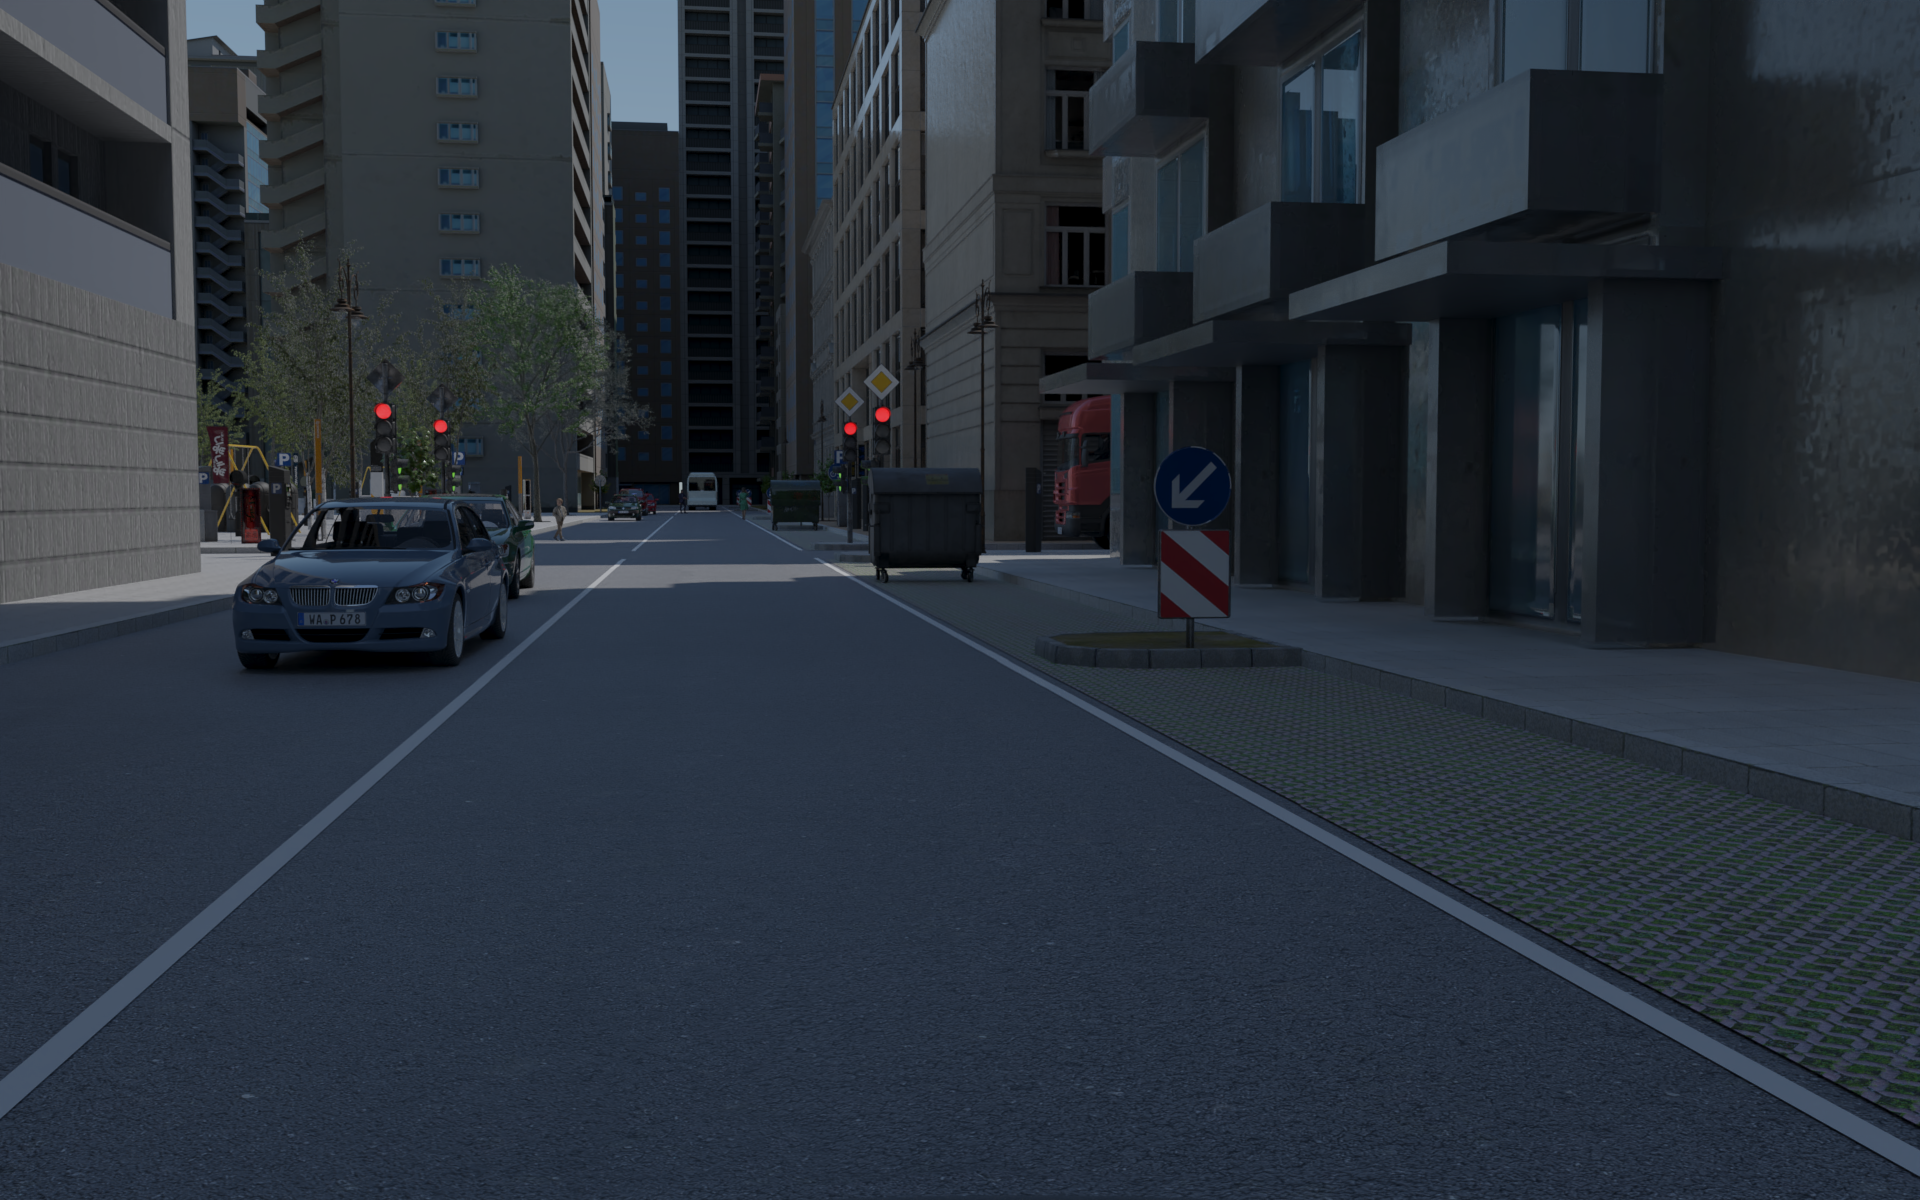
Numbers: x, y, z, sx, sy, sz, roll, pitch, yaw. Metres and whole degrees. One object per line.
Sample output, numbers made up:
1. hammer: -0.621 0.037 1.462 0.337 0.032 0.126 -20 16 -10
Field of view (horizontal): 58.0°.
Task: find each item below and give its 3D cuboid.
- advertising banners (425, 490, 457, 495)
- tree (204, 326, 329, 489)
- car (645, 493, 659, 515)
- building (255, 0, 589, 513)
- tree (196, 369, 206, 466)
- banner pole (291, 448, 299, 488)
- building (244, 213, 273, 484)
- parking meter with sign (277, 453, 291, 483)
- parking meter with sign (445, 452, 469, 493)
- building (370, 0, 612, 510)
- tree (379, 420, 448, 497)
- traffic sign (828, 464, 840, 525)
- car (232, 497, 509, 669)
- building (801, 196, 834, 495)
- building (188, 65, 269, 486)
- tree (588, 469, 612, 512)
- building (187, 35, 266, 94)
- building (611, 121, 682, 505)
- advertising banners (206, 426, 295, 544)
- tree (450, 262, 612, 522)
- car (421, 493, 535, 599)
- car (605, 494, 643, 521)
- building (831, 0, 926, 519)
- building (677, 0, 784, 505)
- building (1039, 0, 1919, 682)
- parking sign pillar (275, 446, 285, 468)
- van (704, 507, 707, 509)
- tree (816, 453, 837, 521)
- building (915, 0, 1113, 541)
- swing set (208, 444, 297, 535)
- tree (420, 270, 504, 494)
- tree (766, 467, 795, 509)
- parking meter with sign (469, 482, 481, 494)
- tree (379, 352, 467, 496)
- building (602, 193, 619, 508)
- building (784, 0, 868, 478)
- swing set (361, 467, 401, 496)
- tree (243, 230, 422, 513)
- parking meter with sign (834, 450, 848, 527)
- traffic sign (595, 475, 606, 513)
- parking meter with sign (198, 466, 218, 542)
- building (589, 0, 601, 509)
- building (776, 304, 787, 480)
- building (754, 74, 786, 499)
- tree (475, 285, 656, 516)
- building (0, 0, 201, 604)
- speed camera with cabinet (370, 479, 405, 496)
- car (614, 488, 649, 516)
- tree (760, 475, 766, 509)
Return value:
1. advertising banners: -18.708 -3.983 61.306 2.074 3.025 0.090 1 4 19
2. tree: -30.171 -7.737 76.856 4.737 8.622 4.395 0 3 0
3. car: -22.258 -6.888 121.664 2.155 1.783 4.494 -1 4 -10
4. building: -38.391 -30.737 126.248 21.300 48.544 21.600 -1 4 -9
5. tree: -43.189 -9.092 99.013 4.737 8.622 4.395 0 3 0
6. banner pole: -35.644 -6.286 92.786 0.401 3.779 0.863 1 4 9
7. building: -65.268 -24.997 180.407 14.107 30.474 14.160 -1 4 -9
8. parking meter with sign: -28.355 -4.677 72.732 0.543 3.016 1.738 -1 4 -21
9. parking meter with sign: -20.620 -4.529 70.309 0.543 3.016 1.738 0 4 4
10. building: -47.143 -33.987 179.392 21.600 48.544 21.300 -1 4 -9
11. tree: -14.246 -3.114 45.515 1.663 3.219 1.824 0 3 0
12. traffic sign: -5.016 -4.334 70.966 0.768 2.556 0.104 0 4 -3
13. car: -5.220 -0.233 15.810 2.014 1.417 4.499 0 4 -7
14. building: -3.696 -16.790 110.675 11.583 22.565 21.152 -1 4 -9
15. building: -79.444 -32.304 178.277 14.200 45.320 14.600 -1 4 -9
16. tree: -25.645 -7.934 124.318 1.663 3.219 1.824 0 3 0
17. building: -77.279 -37.939 209.533 27.495 52.752 28.713 -1 4 -9
18. building: -40.681 -34.111 207.820 14.200 45.320 14.600 -1 4 -9
19. advertising banners: -18.332 -2.973 44.793 2.074 3.025 0.090 -2 4 -27
20. tree: -19.441 -9.355 78.711 9.928 11.665 9.643 0 3 0
21. car: -7.186 -0.807 24.994 2.131 1.459 4.920 -1 4 -10
22. car: -18.158 -5.139 93.804 2.009 1.686 4.222 -1 4 -9
23. building: 4.760 -17.089 83.918 19.350 26.468 34.151 -1 4 -9
24. building: -23.862 -47.337 212.219 20.611 71.187 20.563 -1 4 -9
25. building: 14.364 -24.635 22.392 23.786 49.044 30.456 -1 4 -9
26. parking sign pillar: -38.169 -6.650 97.198 1.447 3.967 1.447 -1 4 -12
27. van: -26.124 -10.152 172.999 2.013 2.044 4.112 -1 4 -8
28. tree: -6.084 -5.313 81.463 1.663 3.219 1.824 0 3 0
29. building: 13.917 -13.596 55.573 30.059 22.955 16.112 -1 4 -9
30. swing set: -23.035 -3.527 55.282 2.862 2.851 3.119 0 4 -2
31. tree: -16.883 -6.526 57.066 4.360 8.622 3.978 0 3 0
32. tree: -12.289 -7.797 122.076 1.663 3.219 1.824 0 3 0
33. parking meter with sign: -31.228 -7.048 111.495 1.738 3.016 0.543 -2 4 -33
34. tree: -27.988 -8.525 89.751 4.737 8.622 4.395 0 3 0
35. building: -39.054 -23.718 159.488 14.160 30.474 14.107 -1 4 -9
36. building: -5.939 -29.402 130.825 14.600 45.320 14.200 -1 4 -9
37. swing set: -32.818 -6.214 99.215 3.119 2.851 2.862 1 4 22
38. tree: -17.967 -6.056 49.377 4.360 8.622 3.978 0 3 0
39. parking meter with sign: -4.615 -4.396 68.137 0.543 3.016 1.738 0 4 -8
40. traffic sign: -23.994 -7.061 115.545 0.768 2.556 0.104 0 4 1
41. parking meter with sign: -20.684 -3.102 46.972 1.738 3.016 0.543 3 5 43
42. building: -37.272 -30.254 144.768 14.600 45.320 14.200 -1 4 -9
43. building: -1.790 -18.892 153.926 27.650 21.520 28.899 -1 4 -9
44. building: -10.123 -32.202 181.119 22.147 44.769 28.867 -1 4 -9
45. tree: -23.571 -11.769 102.800 12.009 13.543 11.850 0 3 0
46. building: -25.639 -29.244 20.147 28.212 58.520 21.231 -1 4 -9
47. speed camera with cabinet: -33.707 -6.586 102.011 2.038 3.252 0.660 1 4 17
48. car: -21.772 -6.498 114.915 2.281 1.827 5.304 -1 4 -8
49. tree: -16.597 -9.503 149.972 1.663 3.219 1.824 0 3 0
